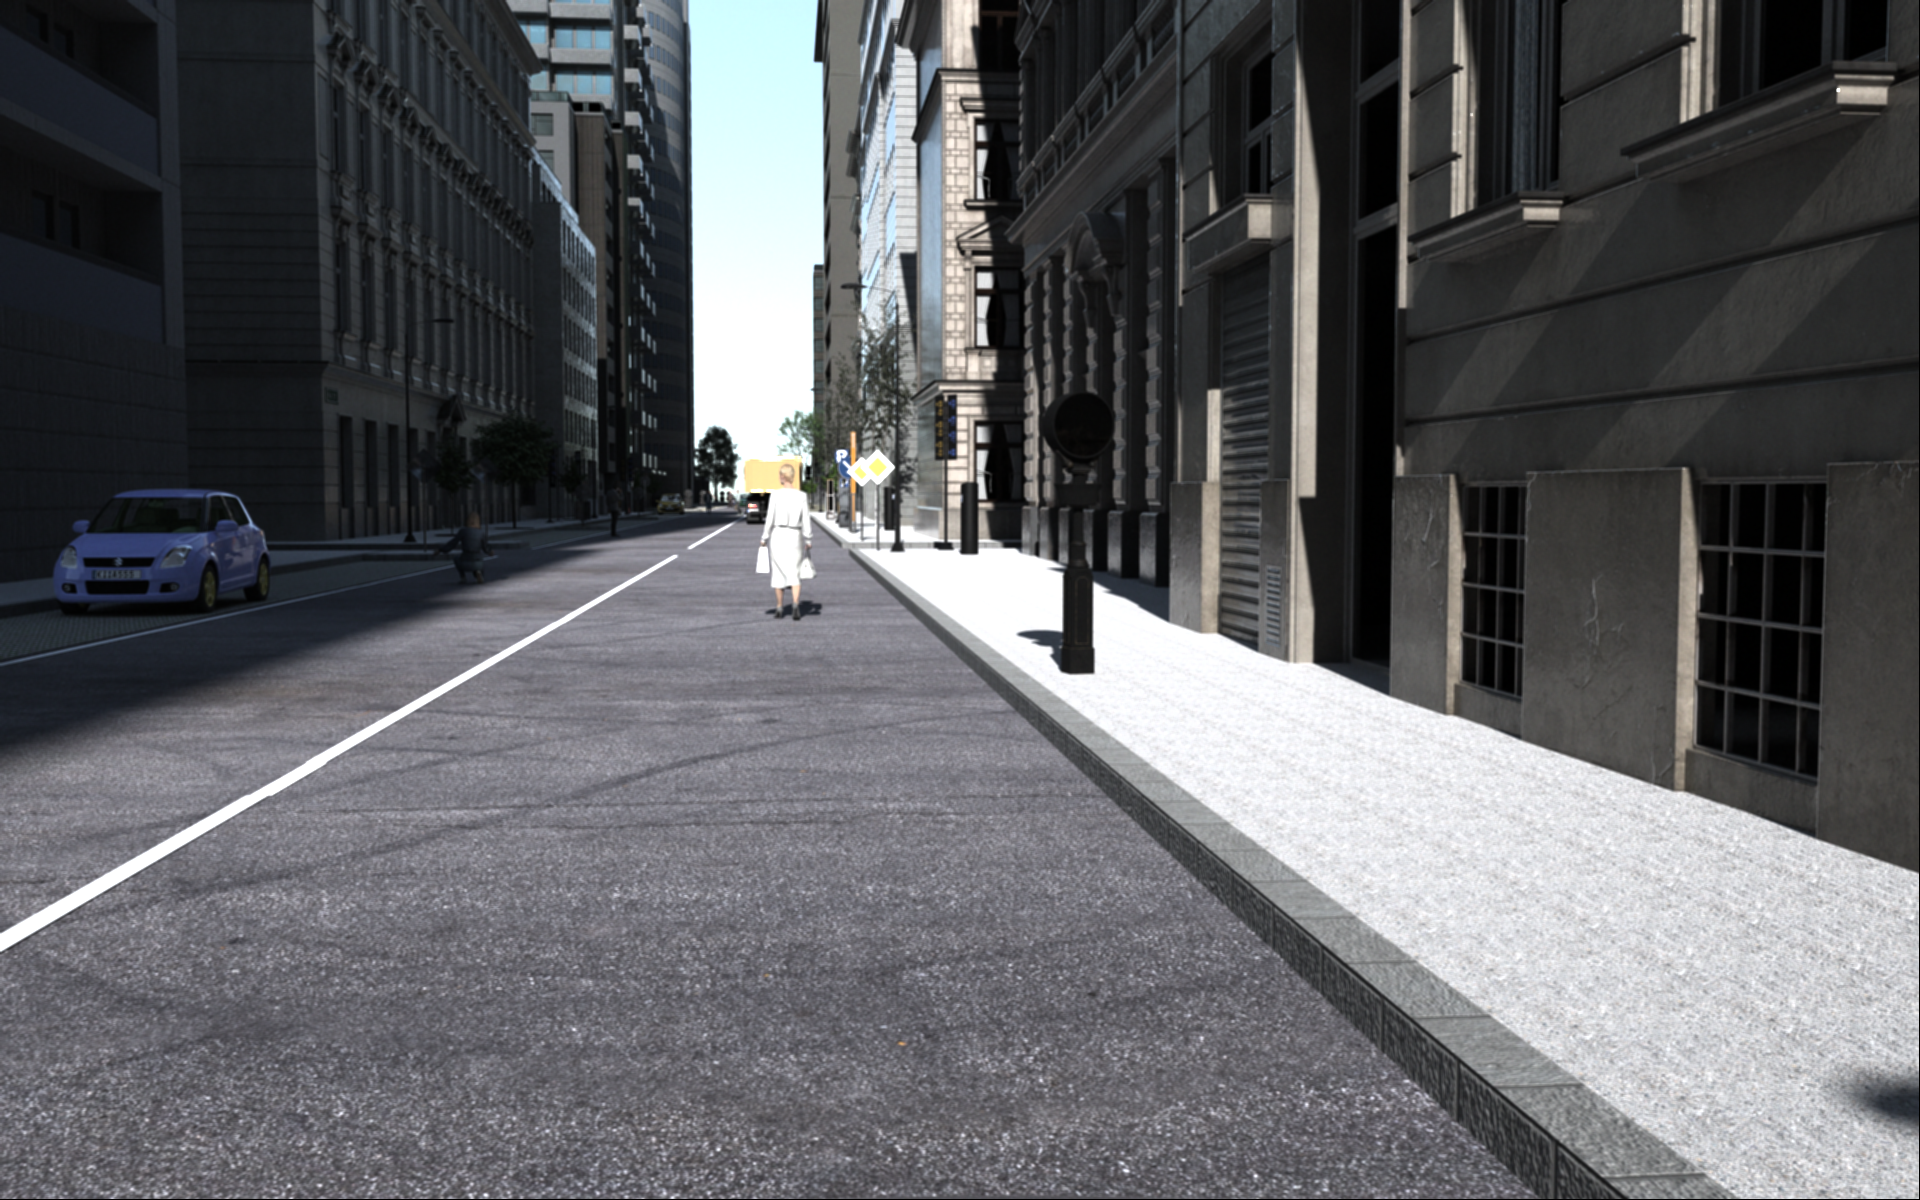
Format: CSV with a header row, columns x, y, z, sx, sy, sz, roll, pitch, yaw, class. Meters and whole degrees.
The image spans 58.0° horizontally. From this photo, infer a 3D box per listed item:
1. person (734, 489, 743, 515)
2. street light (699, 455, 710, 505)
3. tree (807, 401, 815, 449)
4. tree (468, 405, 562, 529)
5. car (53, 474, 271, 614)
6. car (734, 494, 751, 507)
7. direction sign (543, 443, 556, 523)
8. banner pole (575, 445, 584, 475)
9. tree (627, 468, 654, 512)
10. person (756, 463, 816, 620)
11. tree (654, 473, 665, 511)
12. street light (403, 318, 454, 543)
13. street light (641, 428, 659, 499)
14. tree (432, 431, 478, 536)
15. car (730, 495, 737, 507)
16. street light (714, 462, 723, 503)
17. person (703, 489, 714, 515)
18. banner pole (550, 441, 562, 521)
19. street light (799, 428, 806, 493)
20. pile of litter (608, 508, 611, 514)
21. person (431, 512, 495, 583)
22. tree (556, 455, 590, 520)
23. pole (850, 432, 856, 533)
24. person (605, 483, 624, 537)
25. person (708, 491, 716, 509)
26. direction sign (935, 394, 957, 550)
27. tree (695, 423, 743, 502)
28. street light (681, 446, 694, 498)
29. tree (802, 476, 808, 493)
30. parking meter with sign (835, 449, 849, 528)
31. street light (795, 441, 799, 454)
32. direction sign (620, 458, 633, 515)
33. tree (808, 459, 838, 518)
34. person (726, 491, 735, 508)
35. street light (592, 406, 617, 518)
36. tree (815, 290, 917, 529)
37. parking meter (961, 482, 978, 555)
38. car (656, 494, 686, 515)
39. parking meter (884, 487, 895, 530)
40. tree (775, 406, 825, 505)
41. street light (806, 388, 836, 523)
x,y,z,sx,sy,sz,roll,pitch,yaw,class
-15.016,-6.641,117.570,0.515,1.767,0.782,-1,4,-18,person
-30.223,-14.198,204.685,1.470,5.913,1.316,0,4,-6,street light
-9.098,-10.759,126.274,4.360,8.622,3.978,0,3,0,tree
-16.413,-4.910,63.993,4.285,4.588,4.351,0,3,0,tree
-9.950,-0.743,21.735,1.945,1.707,3.694,0,4,-7,car
-21.645,-9.930,174.156,2.131,1.459,4.920,0,4,-6,car
-18.354,-5.226,77.442,0.379,3.537,0.876,1,4,23,direction sign
-19.292,-5.994,88.021,0.863,3.779,0.401,3,4,36,banner pole
-23.459,-8.059,126.358,1.663,3.219,1.824,0,3,0,tree
-1.999,-0.667,19.758,0.694,1.780,0.624,0,4,1,person
-23.471,-8.383,131.657,1.663,3.219,1.824,0,3,0,tree
-14.045,-4.481,45.802,1.470,5.913,1.316,0,4,-6,street light
-21.880,-9.139,121.958,1.470,5.913,1.316,0,4,-6,street light
-15.391,-3.564,52.875,1.663,3.219,1.824,0,3,0,tree
-25.110,-11.171,195.225,1.945,1.354,3.894,0,4,-7,car
-34.892,-16.964,249.902,1.470,5.913,1.316,0,4,-6,street light
-17.221,-6.700,118.387,0.623,1.781,0.721,-2,4,-32,person
-19.209,-5.633,82.121,0.863,3.779,0.401,3,5,42,banner pole
-10.307,-9.098,121.299,1.470,5.913,1.316,0,4,-6,street light
-23.758,-6.232,115.859,1.176,0.858,1.719,0,4,-7,pile of litter
-7.980,-0.849,27.879,1.012,1.151,0.738,-1,4,-21,person
-19.119,-5.586,85.937,1.663,3.219,1.824,0,3,0,tree
-3.507,-3.854,56.848,0.158,3.312,0.155,0,3,0,pole
-11.653,-3.044,58.450,0.473,1.802,0.592,-3,5,-39,person
-23.259,-9.285,161.018,1.217,1.736,0.721,-1,4,-11,person
-0.323,-2.920,39.739,0.379,3.537,0.876,-2,4,-33,direction sign
-39.293,-22.126,278.767,9.611,12.733,9.660,0,3,0,tree
-26.391,-11.918,167.407,1.470,5.913,1.316,0,4,-6,street light
-14.086,-10.389,164.461,1.663,3.219,1.824,0,3,0,tree
-4.490,-4.301,66.580,0.543,3.016,1.738,0,4,-7,parking meter with sign
-13.493,-10.968,151.869,1.470,5.913,1.316,0,4,-6,street light
-20.717,-7.069,107.580,0.876,3.537,0.379,-3,4,-37,direction sign
-6.978,-6.138,94.964,1.663,3.219,1.824,0,3,0,tree
-23.905,-10.476,180.336,0.990,1.755,0.434,1,4,13,person
-18.700,-7.246,91.021,1.470,5.913,1.316,0,4,-6,street light
-3.062,-6.888,62.986,4.360,8.622,3.978,0,3,0,tree
0.203,-1.741,36.883,0.372,1.533,0.369,0,3,0,parking meter
-19.890,-6.668,119.244,2.015,1.641,3.980,0,4,-7,car
-2.492,-3.231,61.245,0.372,1.533,0.369,0,3,0,parking meter
-18.212,-17.147,206.112,9.928,11.665,9.643,0,3,0,tree
-5.878,-6.331,76.058,1.470,5.913,1.316,0,4,-6,street light
